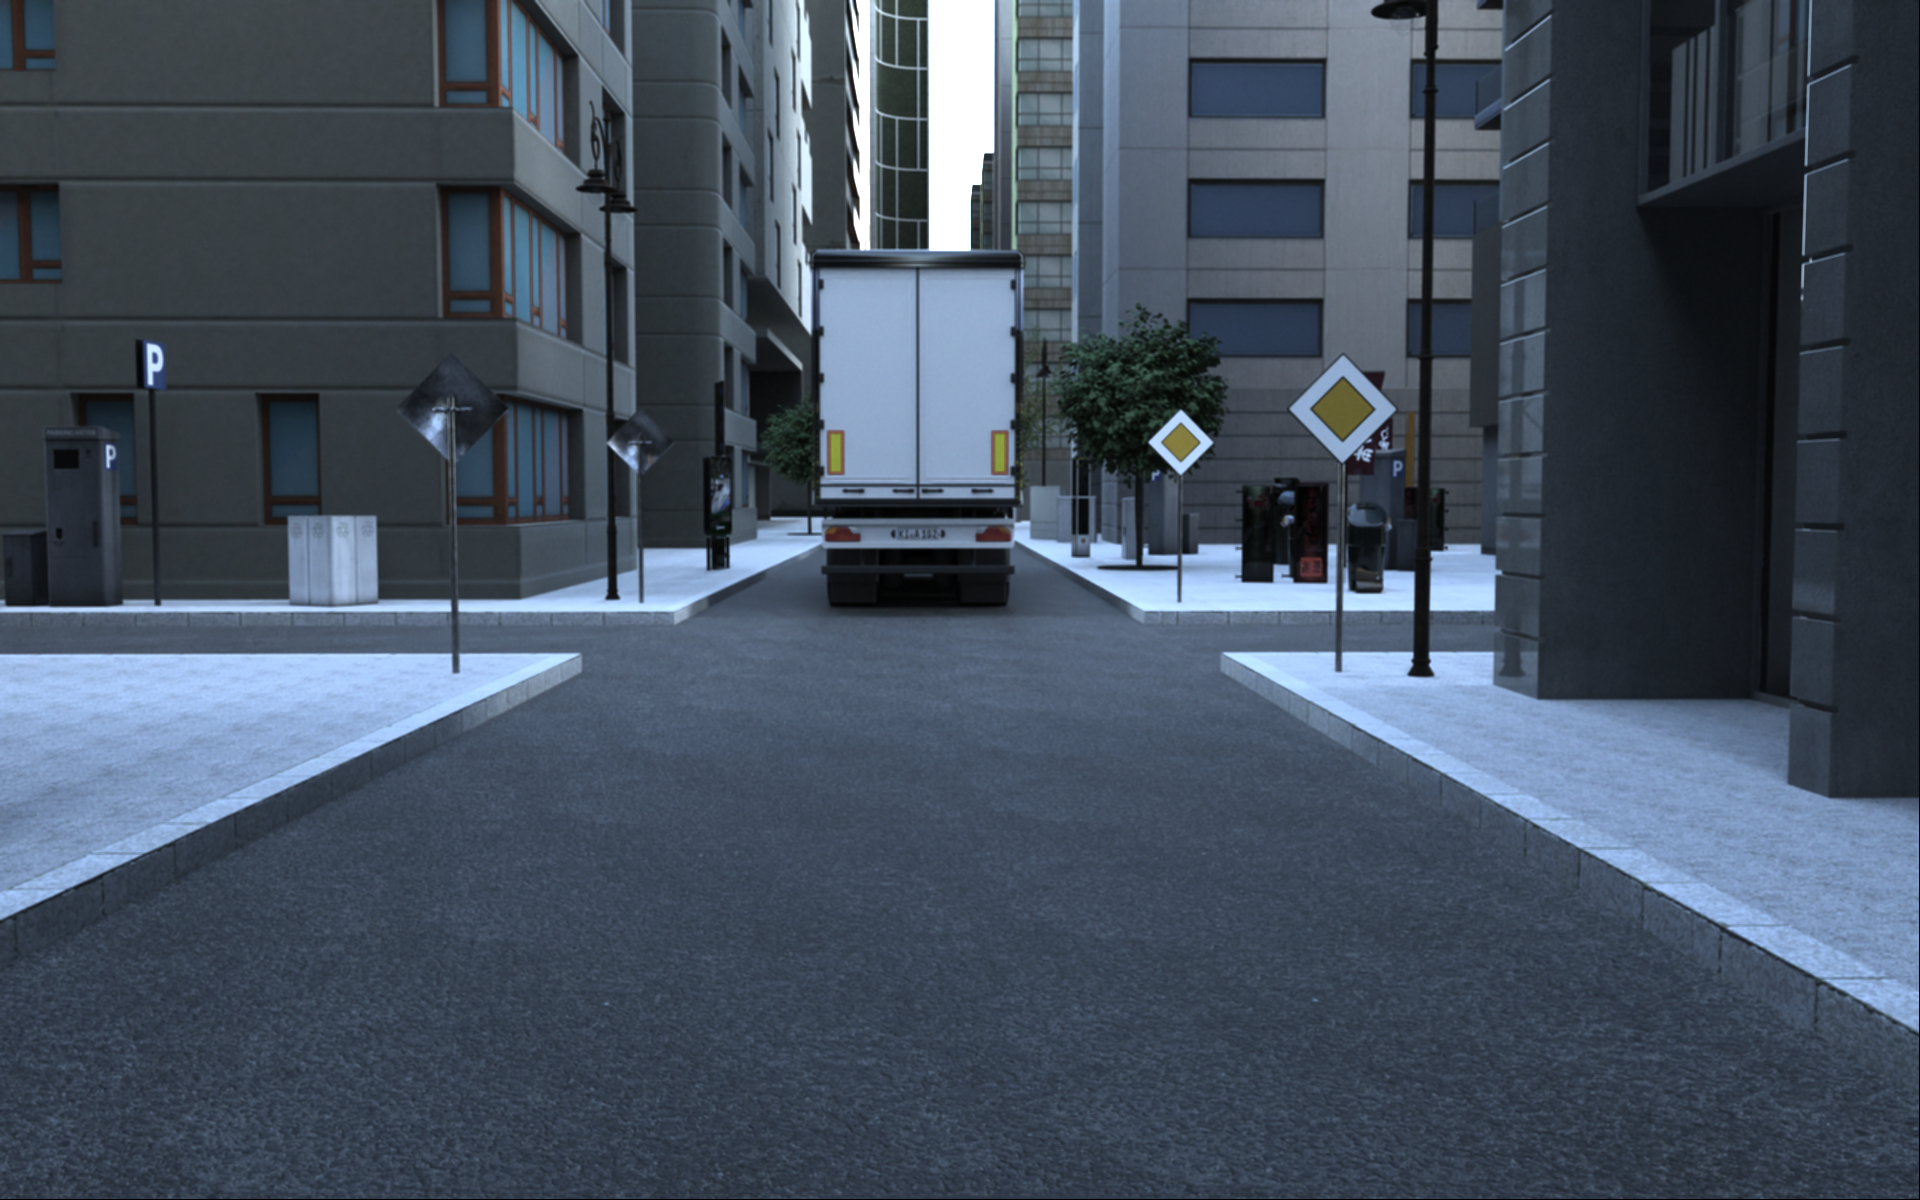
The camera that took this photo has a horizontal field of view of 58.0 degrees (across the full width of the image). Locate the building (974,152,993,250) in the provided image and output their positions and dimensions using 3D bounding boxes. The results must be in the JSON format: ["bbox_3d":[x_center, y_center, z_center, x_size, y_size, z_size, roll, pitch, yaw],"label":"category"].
[{"bbox_3d":[8.724,-23.092,149.261,14.160,30.474,14.107,0,4,-1],"label":"building"}]

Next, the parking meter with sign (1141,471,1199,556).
[{"bbox_3d":[4.368,-2.466,36.587,1.738,3.016,0.543,-3,5,-45],"label":"parking meter with sign"}]

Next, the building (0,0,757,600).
[{"bbox_3d":[-19.417,-11.594,34.594,27.650,21.520,28.899,0,4,-1],"label":"building"}]

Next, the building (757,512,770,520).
[{"bbox_3d":[-20.166,-29.390,69.762,28.713,52.752,27.495,0,4,-1],"label":"building"}]

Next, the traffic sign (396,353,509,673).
[{"bbox_3d":[-3.612,-0.533,12.358,0.795,2.450,0.064,0,4,-1],"label":"traffic sign"}]

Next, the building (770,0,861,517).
[{"bbox_3d":[-17.126,-29.466,105.479,21.300,48.544,21.600,0,4,-1],"label":"building"}]

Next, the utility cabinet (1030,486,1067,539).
[{"bbox_3d":[2.511,-2.462,48.939,0.318,1.500,1.173,-3,5,-43],"label":"utility cabinet"}]

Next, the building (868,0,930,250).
[{"bbox_3d":[-13.547,-45.887,188.496,20.611,71.187,20.563,0,4,-1],"label":"building"}]

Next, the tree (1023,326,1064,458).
[{"bbox_3d":[2.415,-7.595,74.539,4.737,8.622,4.395,0,3,0],"label":"tree"}]

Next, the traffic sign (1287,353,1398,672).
[{"bbox_3d":[2.732,-0.538,12.446,0.795,2.450,0.064,0,4,-1],"label":"traffic sign"}]

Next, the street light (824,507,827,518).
[{"bbox_3d":[-4.939,-5.546,63.473,0.468,5.910,1.993,0,4,-1],"label":"street light"}]

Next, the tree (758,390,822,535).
[{"bbox_3d":[-4.680,-4.345,54.749,4.285,4.588,4.351,0,3,0],"label":"tree"}]

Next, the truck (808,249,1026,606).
[{"bbox_3d":[-0.604,-2.237,25.494,2.839,4.237,11.283,0,4,-1],"label":"truck"}]

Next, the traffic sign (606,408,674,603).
[{"bbox_3d":[-3.749,-1.021,20.341,0.795,2.450,0.064,0,4,-1],"label":"traffic sign"}]

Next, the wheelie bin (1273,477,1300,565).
[{"bbox_3d":[5.966,-1.451,31.639,0.693,1.594,0.980,-2,4,-28],"label":"wheelie bin"}]

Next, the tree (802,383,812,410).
[{"bbox_3d":[-6.203,-8.492,89.203,4.360,8.622,3.978,0,3,0],"label":"tree"}]

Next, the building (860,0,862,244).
[{"bbox_3d":[-14.325,-26.921,123.756,14.154,41.232,14.086,0,4,-1],"label":"building"}]

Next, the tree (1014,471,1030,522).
[{"bbox_3d":[2.283,-5.132,78.506,1.663,3.219,1.824,0,3,0],"label":"tree"}]

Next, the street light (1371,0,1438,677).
[{"bbox_3d":[3.256,-2.402,12.054,0.468,5.910,1.993,0,4,-1],"label":"street light"}]

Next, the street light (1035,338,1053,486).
[{"bbox_3d":[2.493,-4.813,51.478,0.468,5.910,1.993,0,4,-1],"label":"street light"}]

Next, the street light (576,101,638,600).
[{"bbox_3d":[-4.232,-2.944,20.923,0.468,5.910,1.993,0,4,-1],"label":"street light"}]

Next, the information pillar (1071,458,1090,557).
[{"bbox_3d":[2.459,-1.879,35.209,0.304,2.012,0.304,-1,4,-16],"label":"information pillar"}]

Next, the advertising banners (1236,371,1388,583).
[{"bbox_3d":[5.030,-1.758,24.923,2.074,3.025,0.090,1,4,12],"label":"advertising banners"}]

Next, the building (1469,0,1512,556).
[{"bbox_3d":[17.977,-23.157,28.734,14.200,45.320,14.600,0,4,-1],"label":"building"}]

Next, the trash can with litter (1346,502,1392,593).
[{"bbox_3d":[5.417,-0.697,22.782,0.624,1.170,1.055,0,4,7],"label":"trash can with litter"}]

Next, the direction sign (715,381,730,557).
[{"bbox_3d":[-4.865,-2.637,35.107,0.379,3.537,0.876,-1,4,-18],"label":"direction sign"}]

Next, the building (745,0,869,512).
[{"bbox_3d":[-21.589,-34.635,155.519,27.495,52.752,28.713,0,4,-1],"label":"building"}]

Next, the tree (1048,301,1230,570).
[{"bbox_3d":[3.137,-2.815,29.733,4.285,4.588,4.351,0,3,0],"label":"tree"}]

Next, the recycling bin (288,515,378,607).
[{"bbox_3d":[-7.272,-0.461,20.098,0.722,1.027,0.722,2,4,27],"label":"recycling bin"}]

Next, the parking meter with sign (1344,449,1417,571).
[{"bbox_3d":[7.164,-2.027,29.404,0.543,3.016,1.738,-2,4,-34],"label":"parking meter with sign"}]

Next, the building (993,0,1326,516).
[{"bbox_3d":[12.918,-35.801,127.353,21.231,58.520,28.212,0,4,-1],"label":"building"}]

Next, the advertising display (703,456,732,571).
[{"bbox_3d":[-4.111,-1.481,29.421,0.123,1.923,0.974,1,4,14],"label":"advertising display"}]

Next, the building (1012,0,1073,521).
[{"bbox_3d":[9.575,-24.747,88.206,14.154,41.232,14.086,0,4,-1],"label":"building"}]

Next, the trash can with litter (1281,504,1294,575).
[{"bbox_3d":[5.282,-0.944,26.818,0.624,1.170,1.055,1,4,10],"label":"trash can with litter"}]

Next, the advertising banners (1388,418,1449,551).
[{"bbox_3d":[10.277,-2.653,39.565,0.090,3.025,2.074,-3,4,-37],"label":"advertising banners"}]

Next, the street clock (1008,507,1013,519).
[{"bbox_3d":[1.850,-3.613,63.645,0.471,2.002,0.358,-1,4,-13],"label":"street clock"}]

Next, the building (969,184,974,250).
[{"bbox_3d":[7.856,-23.973,163.665,14.160,30.474,14.107,0,4,-1],"label":"building"}]

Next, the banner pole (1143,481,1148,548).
[{"bbox_3d":[4.549,-3.168,41.811,0.401,3.779,0.863,3,5,43],"label":"banner pole"}]

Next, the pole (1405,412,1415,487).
[{"bbox_3d":[11.177,-3.012,43.088,0.158,3.312,0.155,0,3,0],"label":"pole"}]

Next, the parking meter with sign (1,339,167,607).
[{"bbox_3d":[-10.048,-1.441,19.828,1.738,3.016,0.543,0,4,0],"label":"parking meter with sign"}]

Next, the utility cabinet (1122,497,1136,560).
[{"bbox_3d":[3.378,-1.416,34.307,0.306,1.237,1.020,0,4,1],"label":"utility cabinet"}]

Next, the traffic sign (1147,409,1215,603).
[{"bbox_3d":[2.594,-1.027,20.430,0.795,2.450,0.064,0,4,-1],"label":"traffic sign"}]

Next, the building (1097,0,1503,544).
[{"bbox_3d":[14.256,-31.475,56.619,21.231,58.520,28.212,0,4,-1],"label":"building"}]

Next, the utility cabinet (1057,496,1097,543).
[{"bbox_3d":[3.097,-2.118,45.793,1.020,1.237,0.306,1,4,15],"label":"utility cabinet"}]
